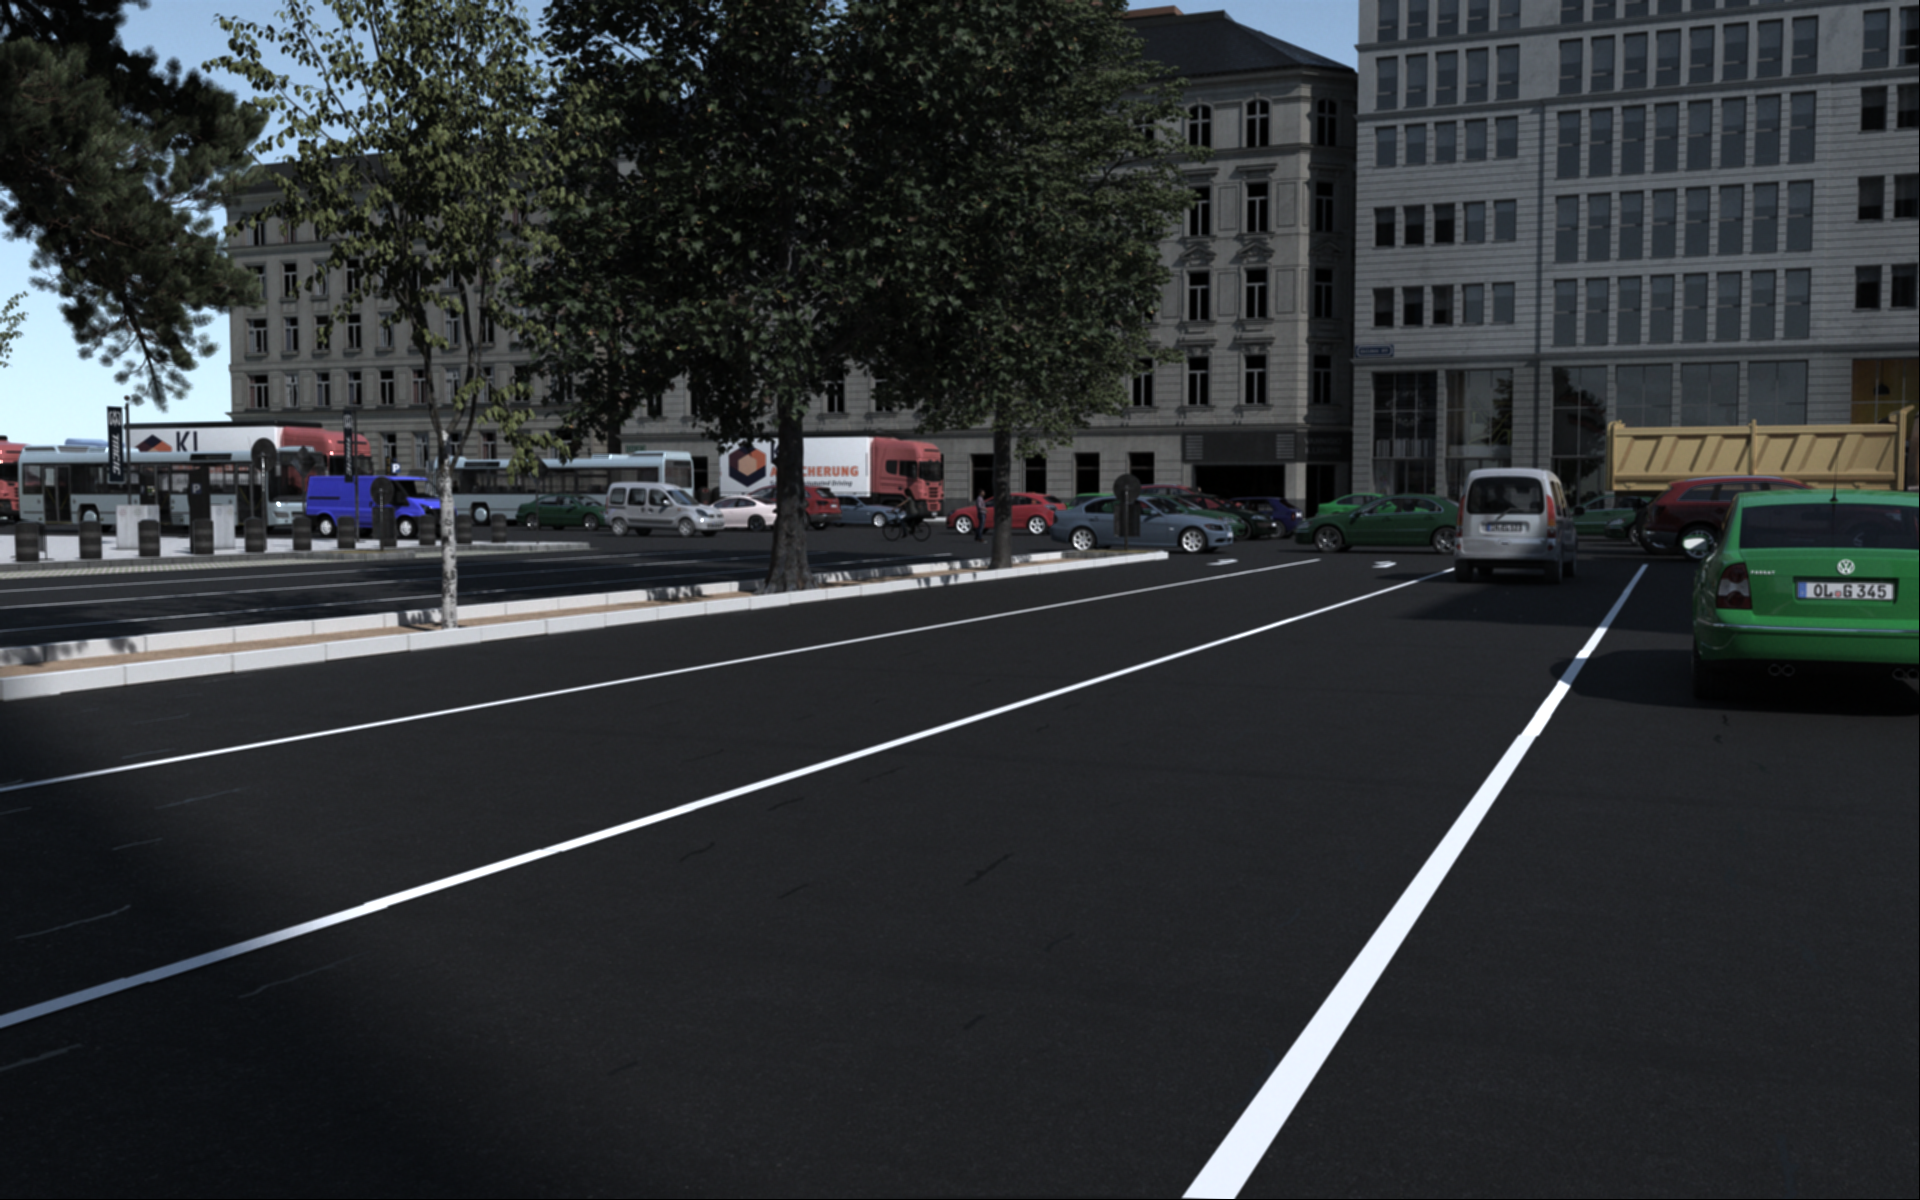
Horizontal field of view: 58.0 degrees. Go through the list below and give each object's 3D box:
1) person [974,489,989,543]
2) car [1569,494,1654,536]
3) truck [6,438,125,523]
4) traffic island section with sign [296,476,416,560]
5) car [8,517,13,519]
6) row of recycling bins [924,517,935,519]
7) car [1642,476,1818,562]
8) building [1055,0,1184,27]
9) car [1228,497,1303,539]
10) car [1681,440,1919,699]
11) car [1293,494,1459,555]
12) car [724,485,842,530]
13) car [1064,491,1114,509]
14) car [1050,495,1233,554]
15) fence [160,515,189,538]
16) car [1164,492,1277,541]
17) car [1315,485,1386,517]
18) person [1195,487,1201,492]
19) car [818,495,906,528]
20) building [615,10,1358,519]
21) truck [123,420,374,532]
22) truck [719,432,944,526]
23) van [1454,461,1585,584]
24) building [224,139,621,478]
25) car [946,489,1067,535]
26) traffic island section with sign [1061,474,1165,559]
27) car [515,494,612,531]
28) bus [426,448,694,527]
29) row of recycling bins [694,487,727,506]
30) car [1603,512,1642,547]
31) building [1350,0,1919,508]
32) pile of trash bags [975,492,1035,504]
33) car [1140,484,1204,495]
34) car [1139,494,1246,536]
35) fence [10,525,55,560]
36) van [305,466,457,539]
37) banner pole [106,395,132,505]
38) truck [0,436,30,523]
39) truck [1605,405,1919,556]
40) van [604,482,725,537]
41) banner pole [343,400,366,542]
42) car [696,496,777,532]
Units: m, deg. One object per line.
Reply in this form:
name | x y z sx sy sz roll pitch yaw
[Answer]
person | 0.648 -2.489 51.159 0.435 1.587 0.963 0 4 -6
car | 19.909 -2.529 53.149 4.920 1.459 2.131 1 4 22
truck | -48.104 -5.938 86.853 18.799 4.110 2.967 1 4 22
traffic island section with sign | -13.204 -1.814 38.283 1.989 1.847 2.006 1 4 23
car | -53.286 -5.149 96.192 2.014 1.417 4.499 2 4 24
row of recycling bins | -2.742 -4.970 88.368 3.534 1.692 1.069 -3 5 -42
car | 17.262 -1.707 36.577 5.304 1.827 2.281 2 4 23
building | 10.966 -30.788 158.016 22.147 44.769 28.867 1 4 23
car | 9.137 -2.670 56.241 3.894 1.354 1.945 1 4 23
car | 6.504 -0.263 13.090 1.959 1.807 4.718 1 4 23
car | 10.616 -1.866 42.303 4.920 1.459 2.131 2 4 24
car | -7.340 -3.717 69.440 5.304 1.827 2.281 1 4 22
car | 5.002 -3.417 64.665 1.959 1.807 4.718 1 4 22
car | 4.474 -1.876 42.673 4.499 1.417 2.014 1 4 22
fence | -22.604 -2.086 49.478 0.278 0.683 2.069 0 4 -1
car | 7.850 -2.738 54.561 4.222 1.686 2.009 2 4 23
car | 16.961 -3.793 70.814 4.718 1.807 1.959 2 4 24
person | 10.000 -3.915 73.232 0.841 1.734 0.376 -3 5 -43
car | -4.461 -3.861 75.135 4.499 1.417 2.014 2 4 24
building | 2.489 -19.912 101.977 44.131 29.872 17.030 1 4 23
truck | -27.586 -4.828 67.853 11.283 4.237 2.839 1 4 22
truck | -5.676 -5.562 79.858 11.283 4.237 2.839 2 4 24
van | 9.424 -1.357 29.202 2.013 2.044 4.112 2 4 24
building | -32.324 -17.263 115.532 30.059 22.955 16.112 1 4 23
car | 1.657 -3.211 61.537 4.494 1.783 2.155 1 4 22
traffic island section with sign | 3.546 -1.873 38.763 2.006 1.907 1.989 1 4 23
car | -15.358 -3.492 68.895 4.920 1.459 2.131 2 4 25
bus | -18.269 -5.028 77.066 13.247 3.499 2.948 1 4 22
row of recycling bins | -14.811 -5.510 97.196 3.534 1.692 1.069 -2 4 -32
car | 20.178 -2.169 47.255 4.920 1.459 2.131 2 4 23
building | 35.081 -18.757 84.174 29.804 29.767 11.434 1 4 23
pile of trash bags | 2.197 -4.599 84.940 3.447 1.369 1.912 2 4 24
car | 8.808 -3.720 69.503 5.304 1.827 2.281 1 4 23
car | 6.204 -2.489 52.501 4.920 1.459 2.131 1 4 21
fence | -18.396 -1.158 34.307 0.278 0.683 2.069 -3 5 -43
van | -19.011 -3.225 57.109 5.245 2.365 2.240 2 4 25
banner pole | -21.210 -3.290 43.817 0.401 3.779 0.863 1 4 21
truck | -48.287 -5.760 83.096 11.283 4.237 2.839 2 4 24
truck | 20.049 -2.675 39.668 9.791 3.379 3.469 1 4 23
van | -9.975 -3.158 58.642 4.112 2.044 2.013 2 4 23
banner pole | -16.060 -3.408 45.744 0.401 3.779 0.863 1 4 9
car | -8.599 -3.335 66.886 4.827 1.381 2.083 1 4 23
